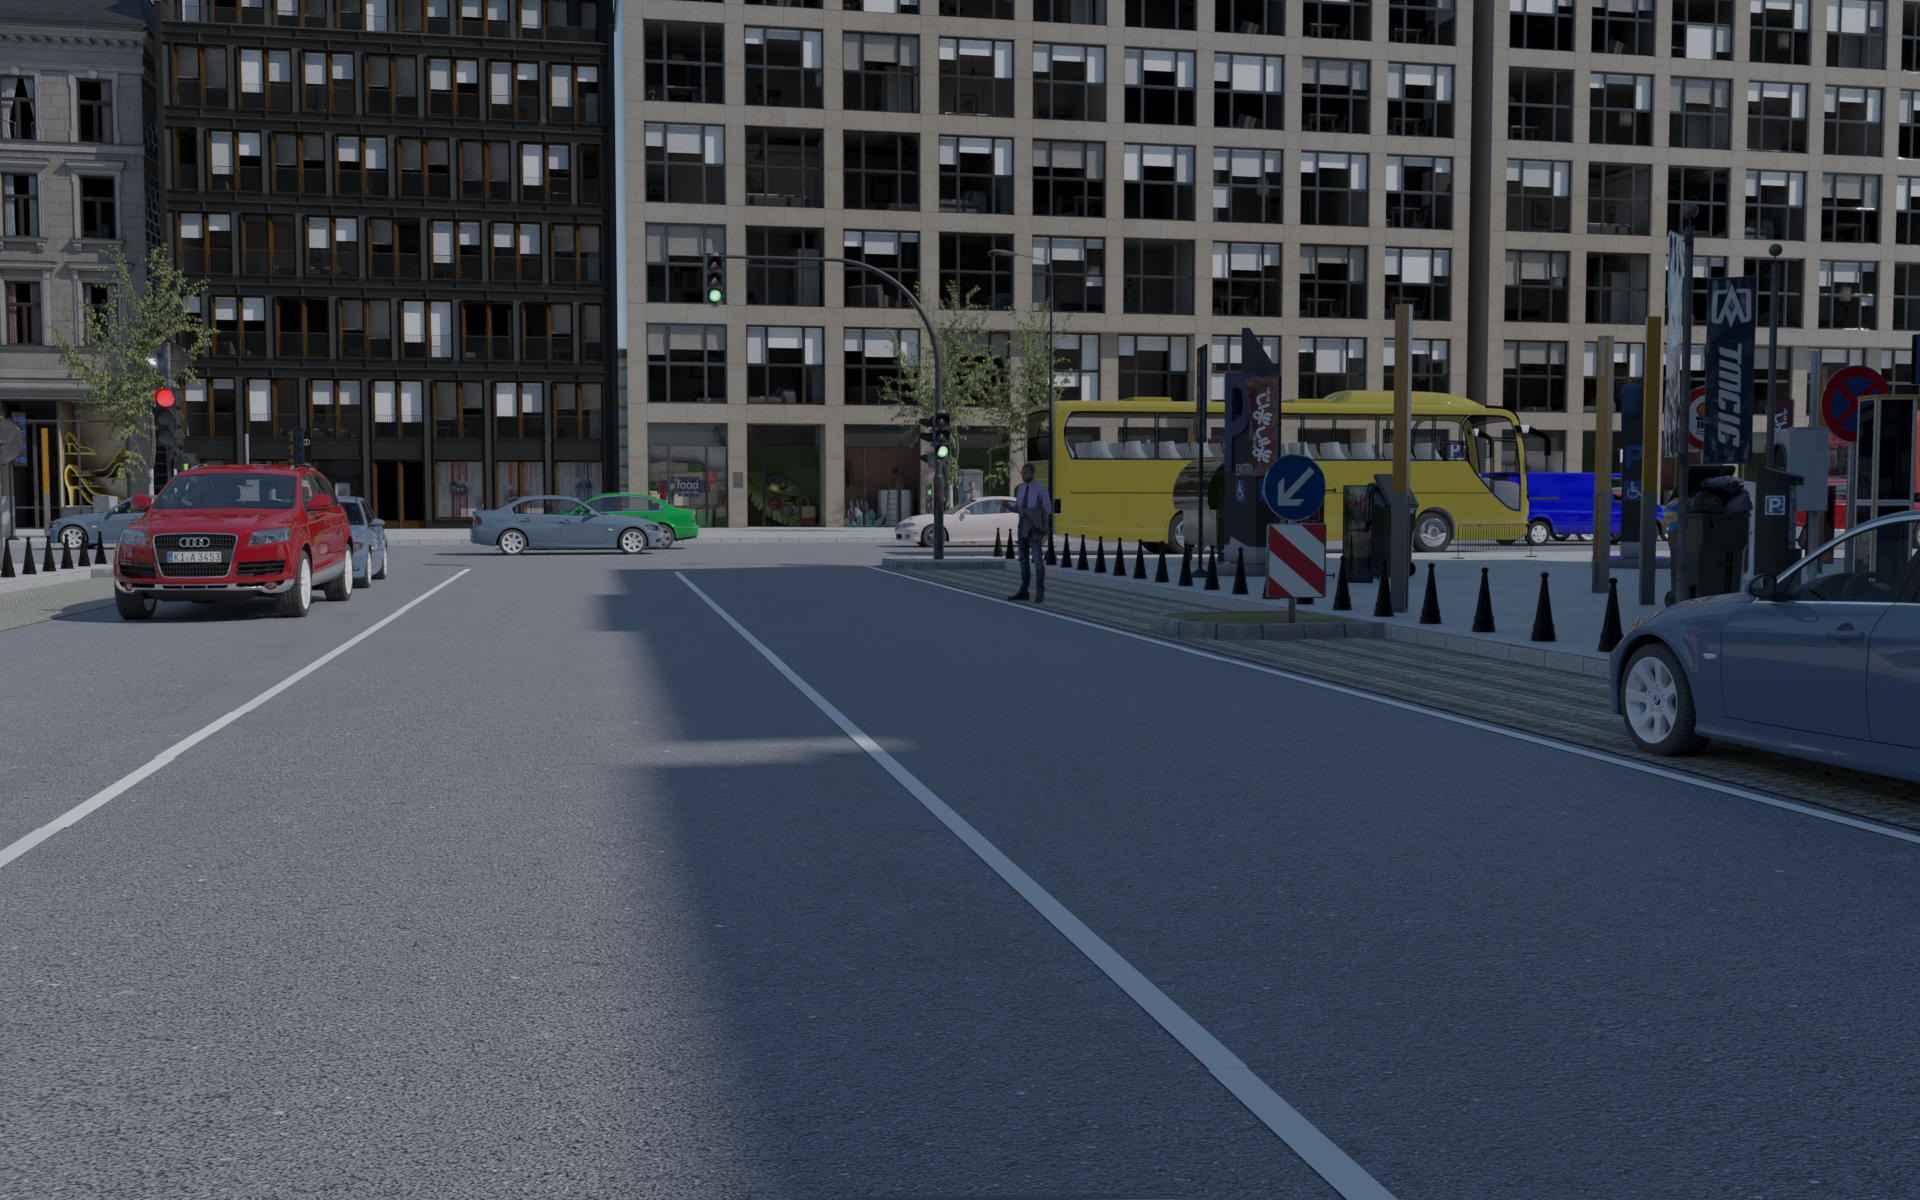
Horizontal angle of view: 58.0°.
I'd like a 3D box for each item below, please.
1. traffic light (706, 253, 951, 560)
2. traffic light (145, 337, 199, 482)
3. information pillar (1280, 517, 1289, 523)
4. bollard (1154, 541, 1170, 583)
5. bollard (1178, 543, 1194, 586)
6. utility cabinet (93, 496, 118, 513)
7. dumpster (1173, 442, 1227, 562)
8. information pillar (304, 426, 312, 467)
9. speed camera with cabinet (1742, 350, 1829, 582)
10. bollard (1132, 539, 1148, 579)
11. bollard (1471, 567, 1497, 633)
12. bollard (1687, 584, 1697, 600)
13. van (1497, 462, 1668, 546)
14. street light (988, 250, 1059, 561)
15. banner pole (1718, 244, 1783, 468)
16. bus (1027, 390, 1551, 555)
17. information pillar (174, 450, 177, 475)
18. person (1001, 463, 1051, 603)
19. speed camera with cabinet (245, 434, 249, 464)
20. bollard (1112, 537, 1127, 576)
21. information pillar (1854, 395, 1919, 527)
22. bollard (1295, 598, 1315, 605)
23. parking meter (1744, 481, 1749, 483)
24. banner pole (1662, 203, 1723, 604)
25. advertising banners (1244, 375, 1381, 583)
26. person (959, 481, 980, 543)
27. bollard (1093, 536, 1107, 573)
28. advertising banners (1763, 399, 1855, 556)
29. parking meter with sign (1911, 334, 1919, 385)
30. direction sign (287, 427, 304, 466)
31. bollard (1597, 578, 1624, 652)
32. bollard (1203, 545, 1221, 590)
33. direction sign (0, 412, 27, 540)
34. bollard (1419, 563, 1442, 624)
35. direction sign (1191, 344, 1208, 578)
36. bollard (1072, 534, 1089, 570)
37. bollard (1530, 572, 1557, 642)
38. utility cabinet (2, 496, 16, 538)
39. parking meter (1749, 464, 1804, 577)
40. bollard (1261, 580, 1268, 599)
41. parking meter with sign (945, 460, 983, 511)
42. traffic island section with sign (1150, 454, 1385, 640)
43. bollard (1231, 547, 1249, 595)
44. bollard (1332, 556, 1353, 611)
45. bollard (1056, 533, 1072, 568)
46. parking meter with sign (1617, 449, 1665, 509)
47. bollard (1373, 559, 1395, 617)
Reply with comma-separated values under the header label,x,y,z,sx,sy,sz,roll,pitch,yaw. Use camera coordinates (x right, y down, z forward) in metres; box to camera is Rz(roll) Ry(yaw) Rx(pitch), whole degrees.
label,x,y,z,sx,sy,sz,roll,pitch,yaw
traffic light,-2.475,-3.588,33.325,4.771,5.953,1.251,-1,4,-12
traffic light,-14.097,-2.572,30.972,0.839,4.253,0.868,-1,4,-12
information pillar,6.492,-1.824,34.315,0.304,2.012,0.304,3,5,44
bollard,2.942,-0.560,25.198,0.229,0.601,0.229,0,3,0
bollard,3.156,-0.498,24.184,0.229,0.601,0.229,0,3,0
utility cabinet,-27.109,-2.680,54.973,1.020,1.237,0.306,3,4,37
dumpster,4.941,-1.797,31.879,1.502,2.255,1.985,-1,4,-12
information pillar,-22.608,-4.185,59.777,0.504,3.616,0.183,-2,4,-27
speed camera with cabinet,11.646,-1.855,24.665,0.660,3.252,2.038,0,4,4
bollard,2.725,-0.622,26.205,0.229,0.601,0.229,0,3,0
bollard,4.883,-0.005,16.129,0.229,0.601,0.229,0,3,0
bollard,5.532,0.180,13.099,0.229,0.601,0.229,0,3,0
van,17.273,-2.712,48.726,5.245,2.365,2.240,-1,4,-13
street light,1.217,-3.709,33.187,1.470,5.913,1.316,-1,4,-12
banner pole,7.956,-1.683,17.541,0.863,3.779,0.401,2,4,32
bus,7.814,-3.053,41.470,12.252,3.916,2.896,-1,4,-11
information pillar,-24.135,-3.778,53.127,0.183,3.616,0.504,0,4,-6
person,0.839,-0.888,22.882,0.599,1.838,0.709,-3,5,-44
speed camera with cabinet,-23.018,-3.875,57.689,2.038,3.252,0.660,-2,4,-31
bollard,2.510,-0.683,27.212,0.229,0.601,0.229,0,3,0
information pillar,6.917,-0.519,12.975,0.304,2.012,0.304,0,4,3
bollard,4.021,-0.252,20.164,0.229,0.601,0.229,0,3,0
parking meter,15.540,-1.565,34.002,0.372,1.533,0.369,0,3,0
banner pole,6.144,-1.518,14.835,0.401,3.779,0.863,3,4,37
advertising banners,5.113,-1.779,25.267,2.074,3.025,0.090,2,4,31
person,0.304,-2.569,50.596,0.635,1.810,0.391,-1,4,-14
bollard,2.290,-0.745,28.216,0.229,0.601,0.229,0,3,0
advertising banners,15.828,-2.175,31.756,2.074,3.025,0.090,1,4,22
parking meter with sign,10.801,-1.339,18.146,0.543,3.016,1.738,-1,4,-12
direction sign,-22.642,-4.104,59.101,0.876,3.537,0.379,2,4,34
bollard,5.318,0.118,14.115,0.229,0.601,0.229,0,3,0
bollard,3.374,-0.437,23.179,0.229,0.601,0.229,0,3,0
direction sign,-26.297,-3.422,47.953,0.379,3.537,0.876,3,5,45
bollard,4.665,-0.068,17.152,0.229,0.601,0.229,0,3,0
direction sign,3.702,-2.116,26.586,0.379,3.537,0.876,0,4,-1
bollard,2.075,-0.806,29.225,0.229,0.601,0.229,0,3,0
bollard,5.099,0.056,15.119,0.229,0.601,0.229,0,3,0
utility cabinet,-28.272,-2.419,50.719,1.020,1.237,0.306,-3,5,-43
parking meter,6.960,-0.387,14.737,0.372,1.533,0.369,0,3,0
bollard,3.803,-0.314,21.171,0.229,0.601,0.229,0,3,0
parking meter with sign,0.343,-3.508,53.624,1.738,3.016,0.543,-1,4,-21
traffic island section with sign,3.053,-0.566,17.877,1.989,1.847,2.006,-1,4,-12
bollard,3.592,-0.375,22.176,0.229,0.601,0.229,0,3,0
bollard,4.234,-0.191,19.159,0.229,0.601,0.229,0,3,0
bollard,1.860,-0.868,30.234,0.229,0.601,0.229,0,3,0
parking meter with sign,26.050,-4.274,66.142,1.738,3.016,0.543,3,5,45
bollard,4.448,-0.129,18.155,0.229,0.601,0.229,0,3,0
